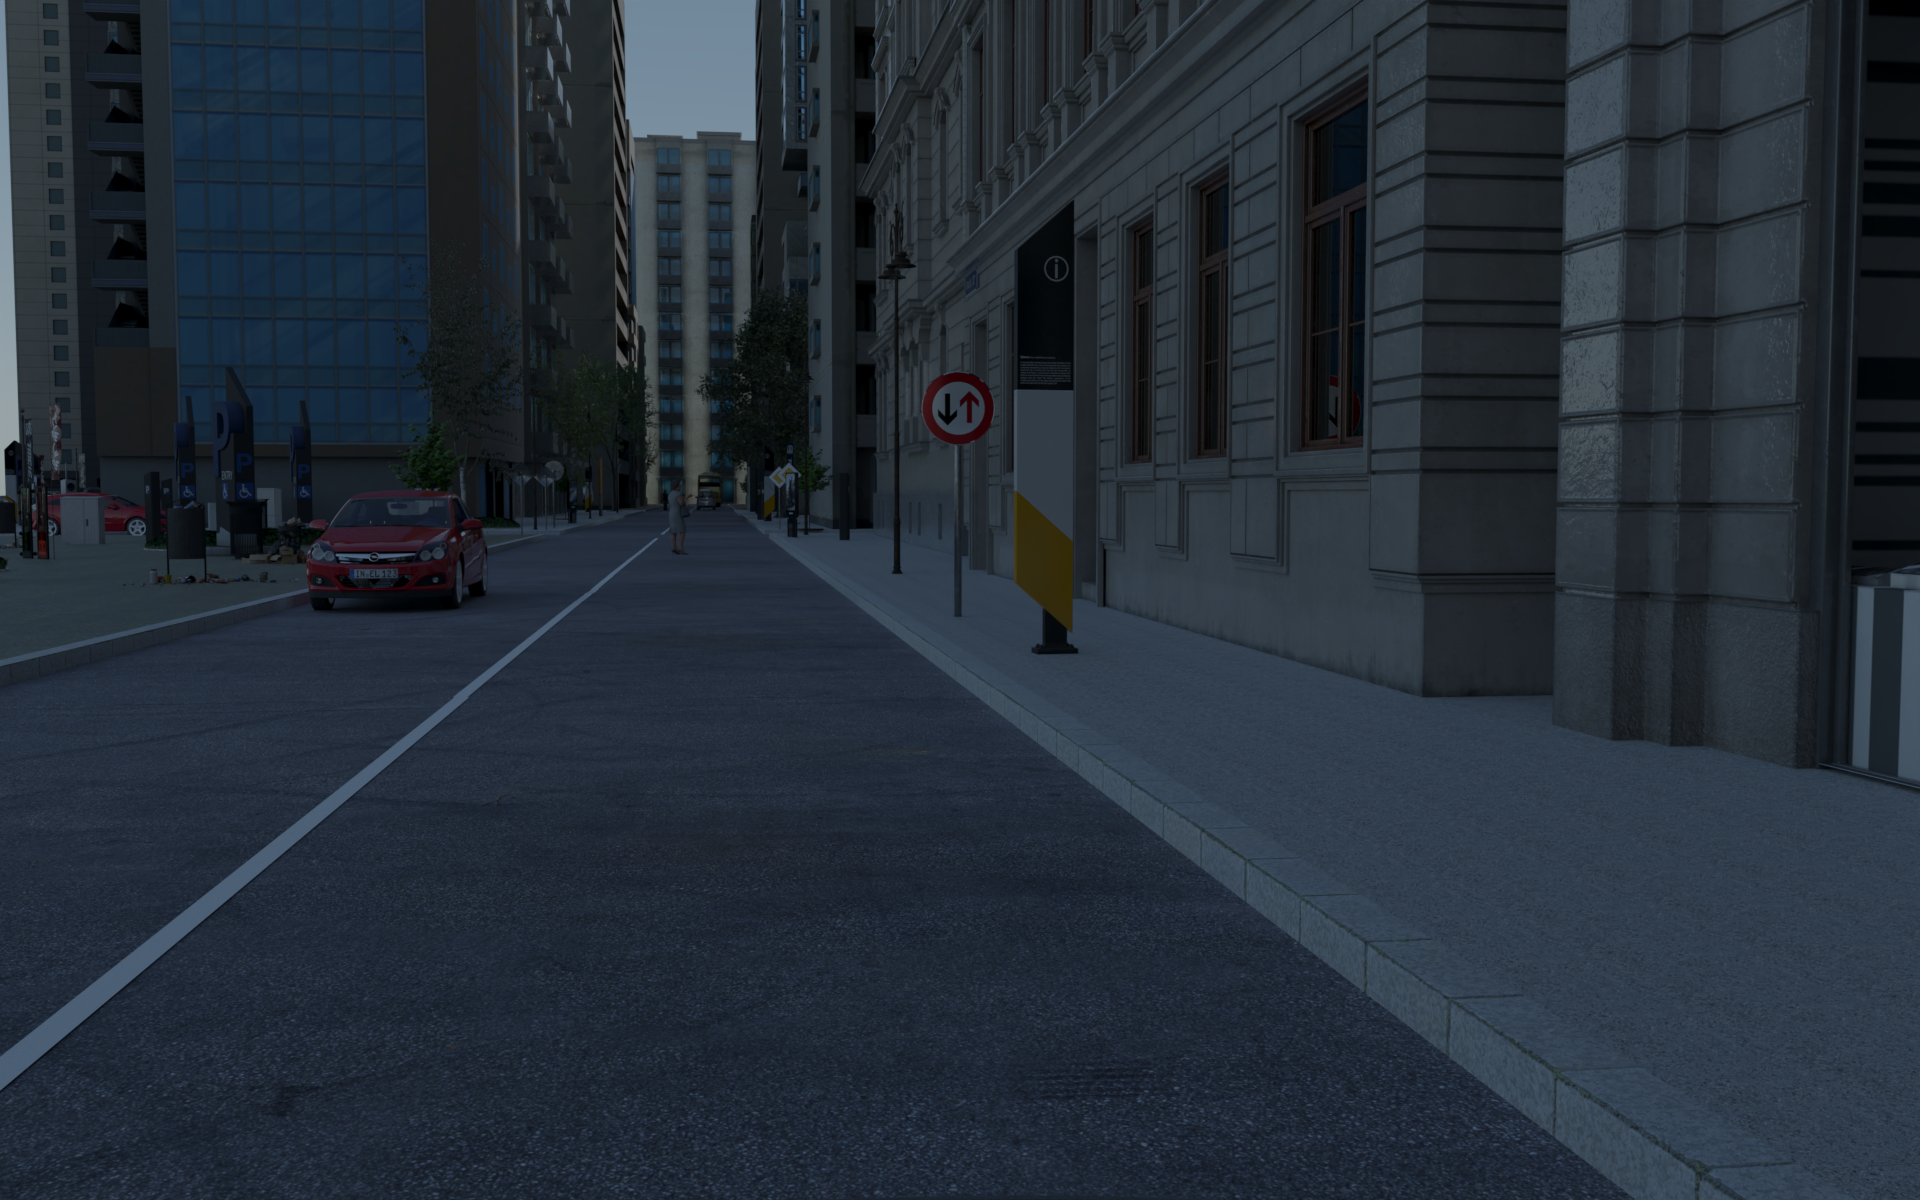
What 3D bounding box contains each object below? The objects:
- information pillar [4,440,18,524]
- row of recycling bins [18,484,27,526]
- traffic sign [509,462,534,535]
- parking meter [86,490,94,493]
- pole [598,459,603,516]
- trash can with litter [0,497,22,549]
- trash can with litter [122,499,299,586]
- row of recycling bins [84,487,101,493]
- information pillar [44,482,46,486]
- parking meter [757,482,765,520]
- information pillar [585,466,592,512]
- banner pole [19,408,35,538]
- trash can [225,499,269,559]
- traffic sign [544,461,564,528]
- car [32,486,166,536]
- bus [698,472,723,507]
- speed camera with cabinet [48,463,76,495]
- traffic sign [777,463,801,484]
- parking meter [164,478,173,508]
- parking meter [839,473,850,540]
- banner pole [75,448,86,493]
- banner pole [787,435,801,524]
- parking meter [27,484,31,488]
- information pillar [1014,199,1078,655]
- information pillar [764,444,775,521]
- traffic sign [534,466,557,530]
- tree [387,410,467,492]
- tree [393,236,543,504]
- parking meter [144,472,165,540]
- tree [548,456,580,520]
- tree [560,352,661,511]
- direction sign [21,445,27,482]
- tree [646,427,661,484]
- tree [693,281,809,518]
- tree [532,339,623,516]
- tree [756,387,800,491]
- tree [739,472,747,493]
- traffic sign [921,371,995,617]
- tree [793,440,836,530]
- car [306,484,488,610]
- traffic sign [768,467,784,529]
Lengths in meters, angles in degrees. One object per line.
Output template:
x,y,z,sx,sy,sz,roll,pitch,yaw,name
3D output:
-41.304,-5.139,75.383,0.504,3.616,0.183,0,4,6,information pillar
-38.202,-3.932,71.403,1.069,1.692,3.534,-2,4,-25,row of recycling bins
-13.643,-3.074,53.903,0.795,2.450,0.064,-1,4,-8,traffic sign
-48.869,-5.439,97.346,0.372,1.533,0.369,0,3,0,parking meter
-20.693,-6.474,99.692,0.158,3.312,0.155,0,3,0,pole
-23.007,-1.821,40.831,1.678,1.210,2.233,3,5,41,trash can with litter
-10.787,-0.855,25.040,2.233,1.210,1.678,-1,4,-14,trash can with litter
-54.474,-6.228,108.943,1.069,1.692,3.534,-1,4,-19,row of recycling bins
-53.634,-5.919,101.268,0.304,2.012,0.304,0,4,1,information pillar
-9.861,-4.902,85.860,0.255,1.863,0.399,2,4,34,parking meter
-26.275,-8.019,122.458,0.504,3.616,0.183,-1,4,-22,information pillar
-27.216,-3.703,50.557,0.863,3.779,0.401,3,4,39,banner pole
-14.079,-1.377,34.164,0.748,1.137,0.748,0,3,0,trash can
-15.492,-4.034,66.060,0.768,2.556,0.104,0,4,-5,traffic sign
-27.940,-2.907,56.574,4.494,1.783,2.155,0,4,-6,car
-27.866,-12.324,193.045,2.896,3.916,12.252,0,4,-8,bus
-56.736,-7.008,108.918,0.660,3.252,2.038,2,4,32,speed camera with cabinet
-5.430,-3.145,55.057,0.795,2.450,0.064,-1,4,-8,traffic sign
-29.478,-3.587,64.350,0.399,1.863,0.255,-1,4,-18,parking meter
-3.213,-2.598,48.194,0.255,1.863,0.399,0,4,4,parking meter
-47.862,-6.374,94.230,0.863,3.779,0.401,1,4,22,banner pole
-7.170,-5.143,74.097,0.401,3.779,0.863,-3,5,-41,banner pole
-35.817,-3.744,66.927,0.399,1.863,0.255,0,4,-7,parking meter
0.684,-1.375,13.831,0.504,3.616,0.183,-1,4,-13,information pillar
-8.960,-5.499,81.262,0.504,3.616,0.183,-1,4,-14,information pillar
-14.777,-3.558,61.808,0.795,2.450,0.064,-1,4,-8,traffic sign
-12.183,-2.780,40.051,1.663,3.219,1.824,0,3,0,tree
-14.184,-6.066,49.534,4.360,8.622,3.978,0,3,0,tree
-20.990,-2.405,45.025,0.399,1.863,0.255,3,5,39,parking meter
-19.880,-5.663,87.188,1.663,3.219,1.824,0,3,0,tree
-25.683,-12.360,127.848,9.928,11.665,9.643,0,3,0,tree
-43.358,-5.414,80.515,0.379,3.537,0.876,0,3,0,direction sign
-34.705,-14.644,189.786,4.360,8.622,3.978,0,3,0,tree
-9.529,-10.785,93.338,9.611,12.733,9.660,0,3,0,tree
-18.463,-8.115,83.048,4.737,8.622,4.395,0,3,0,tree
-10.904,-9.290,102.251,4.360,8.622,3.978,0,3,0,tree
-17.908,-9.243,145.720,1.663,3.219,1.824,0,3,0,tree
-0.020,-1.097,18.041,0.768,2.556,0.104,0,4,-5,traffic sign
-5.351,-4.103,61.682,1.663,3.219,1.824,0,3,0,tree
-7.337,-0.843,22.822,2.155,1.783,4.494,-1,4,-9,car
-6.564,-3.628,62.961,0.795,2.450,0.064,-1,4,-8,traffic sign
